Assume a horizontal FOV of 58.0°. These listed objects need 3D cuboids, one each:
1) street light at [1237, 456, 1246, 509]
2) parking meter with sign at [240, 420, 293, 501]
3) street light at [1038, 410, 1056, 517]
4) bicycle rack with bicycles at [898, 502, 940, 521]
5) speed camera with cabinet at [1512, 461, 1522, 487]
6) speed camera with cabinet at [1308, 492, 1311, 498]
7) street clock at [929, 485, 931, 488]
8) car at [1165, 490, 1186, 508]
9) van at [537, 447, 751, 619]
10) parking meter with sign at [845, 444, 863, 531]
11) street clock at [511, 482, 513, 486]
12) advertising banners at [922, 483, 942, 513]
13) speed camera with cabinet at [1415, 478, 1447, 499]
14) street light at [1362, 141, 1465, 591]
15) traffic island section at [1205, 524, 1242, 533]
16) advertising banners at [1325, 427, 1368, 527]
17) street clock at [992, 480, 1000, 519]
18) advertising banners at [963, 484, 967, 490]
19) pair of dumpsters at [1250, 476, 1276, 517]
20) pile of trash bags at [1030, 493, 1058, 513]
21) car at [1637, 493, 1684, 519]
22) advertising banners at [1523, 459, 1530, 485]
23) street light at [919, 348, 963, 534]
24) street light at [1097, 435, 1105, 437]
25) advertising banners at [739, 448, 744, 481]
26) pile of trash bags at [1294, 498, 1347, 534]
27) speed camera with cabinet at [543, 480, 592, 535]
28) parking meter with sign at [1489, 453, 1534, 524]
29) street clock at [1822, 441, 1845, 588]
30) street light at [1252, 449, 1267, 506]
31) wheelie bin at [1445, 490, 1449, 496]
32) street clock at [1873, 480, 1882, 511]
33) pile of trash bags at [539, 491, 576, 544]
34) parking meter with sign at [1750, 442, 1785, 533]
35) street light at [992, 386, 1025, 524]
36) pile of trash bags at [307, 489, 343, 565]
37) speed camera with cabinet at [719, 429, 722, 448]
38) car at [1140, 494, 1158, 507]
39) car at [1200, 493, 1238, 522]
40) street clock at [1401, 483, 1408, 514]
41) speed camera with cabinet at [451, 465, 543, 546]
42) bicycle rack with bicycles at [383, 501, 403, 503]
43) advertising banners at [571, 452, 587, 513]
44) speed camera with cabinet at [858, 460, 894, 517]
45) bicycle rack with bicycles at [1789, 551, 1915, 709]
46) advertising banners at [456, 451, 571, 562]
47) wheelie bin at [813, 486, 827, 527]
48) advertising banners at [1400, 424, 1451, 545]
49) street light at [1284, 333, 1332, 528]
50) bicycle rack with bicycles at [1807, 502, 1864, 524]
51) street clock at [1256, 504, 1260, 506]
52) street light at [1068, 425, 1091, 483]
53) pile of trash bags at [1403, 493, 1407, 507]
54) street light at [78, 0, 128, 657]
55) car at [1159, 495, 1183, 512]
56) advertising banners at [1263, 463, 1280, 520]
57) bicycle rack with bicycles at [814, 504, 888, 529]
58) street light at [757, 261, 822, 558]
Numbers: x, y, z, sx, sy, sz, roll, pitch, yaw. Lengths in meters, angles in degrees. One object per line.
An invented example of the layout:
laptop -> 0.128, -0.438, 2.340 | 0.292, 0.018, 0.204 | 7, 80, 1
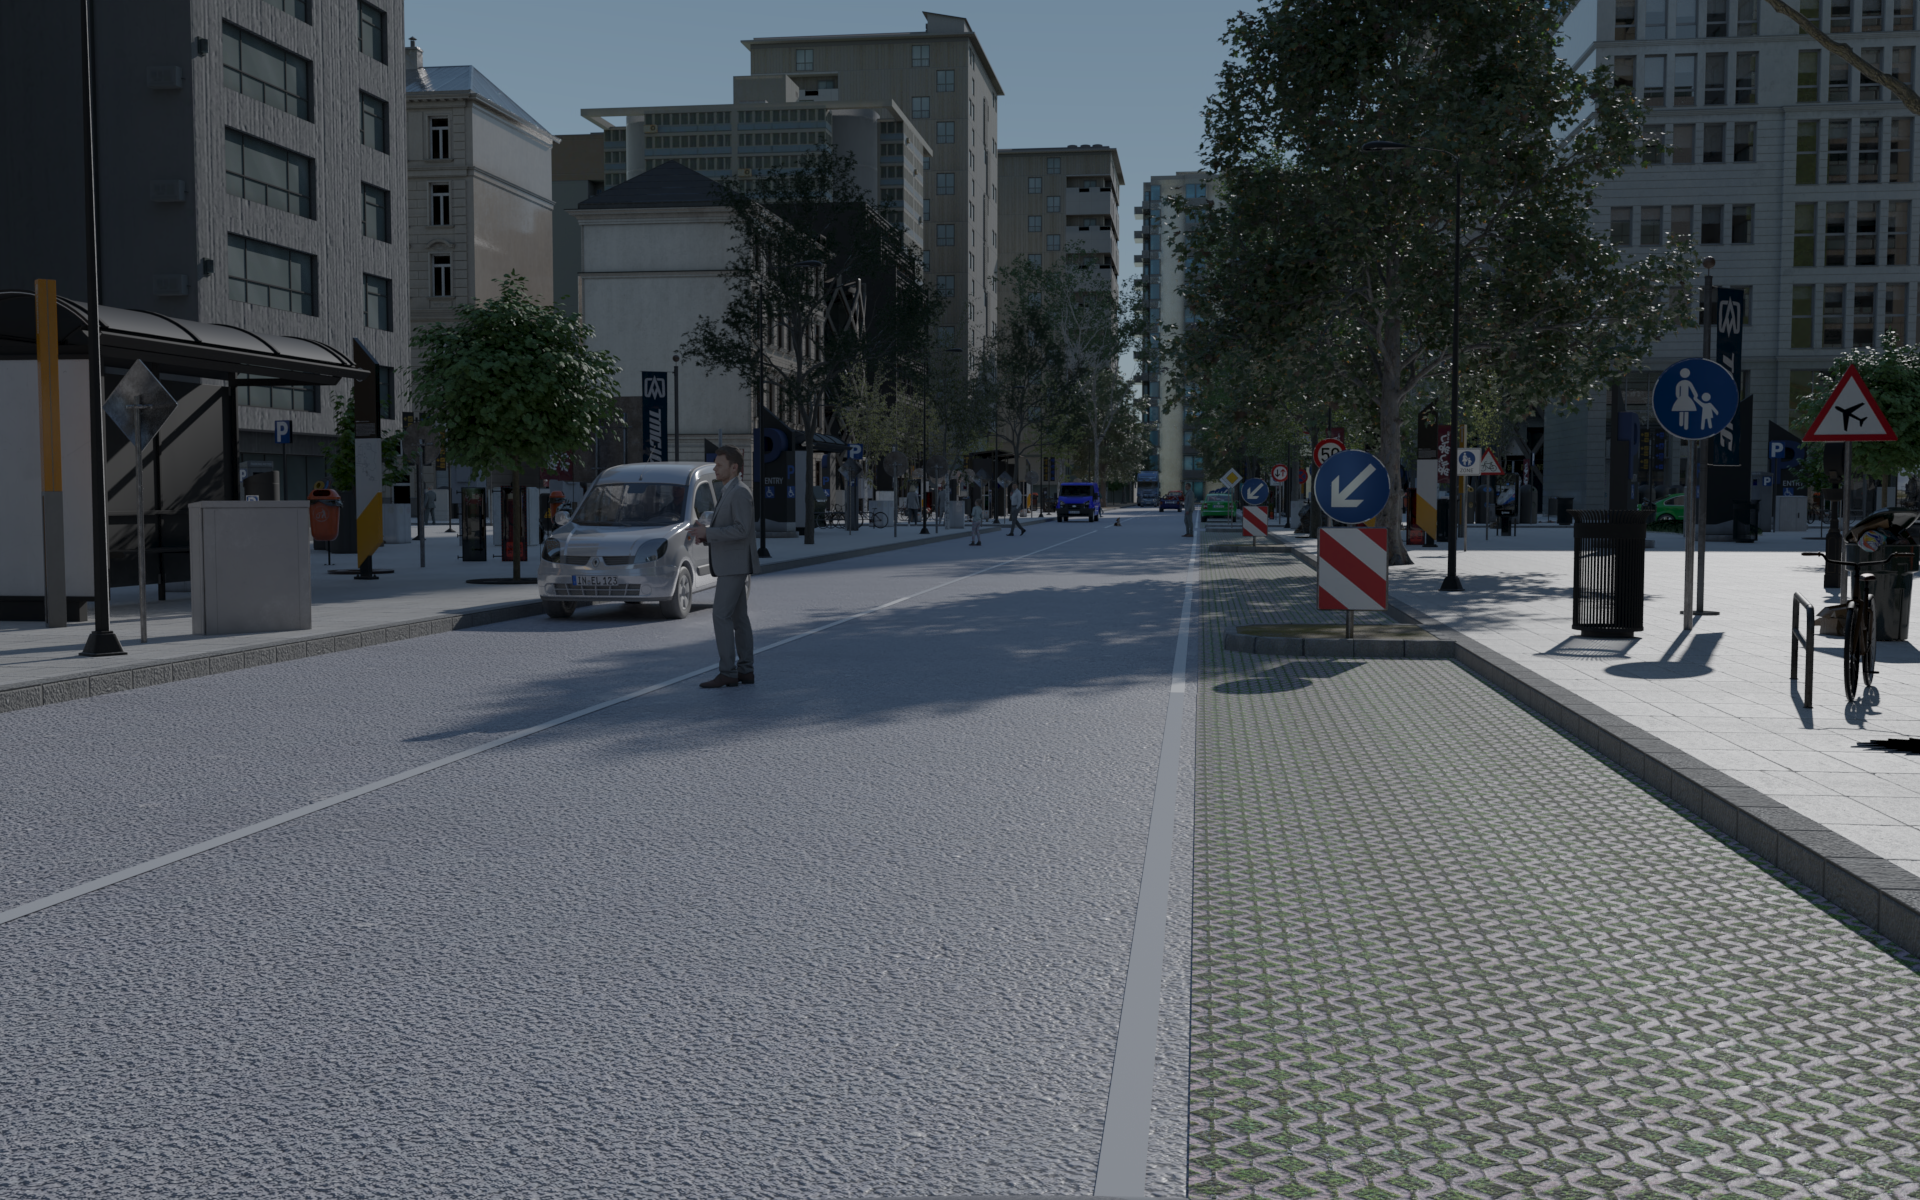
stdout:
street light -> 14.424, -6.862, 84.733 | 1.470, 5.913, 1.316 | 0, 4, 8
parking meter with sign -> -16.391, -2.690, 40.240 | 0.543, 3.016, 1.738 | 2, 4, 32
street light -> 5.006, -7.503, 95.211 | 1.470, 5.913, 1.316 | 0, 4, 8
bicycle rack with bicycles -> -2.242, -4.248, 82.837 | 2.925, 0.926, 2.852 | 0, 4, 5
speed camera with cabinet -> 33.123, -6.679, 103.543 | 0.660, 3.252, 2.038 | 2, 4, 27
speed camera with cabinet -> 30.518, -9.305, 146.470 | 2.038, 3.252, 0.660 | -1, 4, -15
street clock -> -2.591, -8.393, 141.795 | 0.358, 2.002, 0.471 | -2, 4, -28
car -> 22.614, -10.576, 181.592 | 2.281, 1.827, 5.304 | 0, 4, 8
van -> -3.783, -0.872, 21.267 | 2.013, 2.044, 4.112 | 0, 4, 8
parking meter with sign -> -3.782, -3.944, 60.746 | 0.543, 3.016, 1.738 | -1, 4, -11
street clock -> -24.585, -5.573, 95.696 | 0.471, 2.002, 0.358 | 3, 4, 36
advertising banners -> -2.055, -7.056, 111.549 | 2.074, 3.025, 0.090 | -1, 4, -14
speed camera with cabinet -> 25.727, -6.101, 94.090 | 0.660, 3.252, 2.038 | -3, 4, -38
street light -> 5.989, -3.079, 22.889 | 1.470, 5.913, 1.316 | 0, 4, 8
traffic island section -> 10.311, -2.648, 65.578 | 2.009, 0.180, 2.903 | 0, 4, 8
advertising banners -> 10.478, -2.985, 44.993 | 2.074, 3.025, 0.090 | 2, 4, 29
street clock -> 1.858, -5.188, 89.391 | 0.358, 2.002, 0.471 | 2, 4, 35
advertising banners -> 0.658, -6.575, 103.683 | 0.090, 3.025, 2.074 | 2, 4, 30
pair of dumpsters -> 16.623, -5.683, 95.406 | 1.574, 2.255, 4.437 | 0, 4, 8
pile of trash bags -> 7.097, -7.528, 132.837 | 3.447, 1.369, 1.912 | 1, 4, 11
car -> 28.530, -3.558, 66.966 | 4.718, 1.807, 1.959 | 1, 4, 9
advertising banners -> 27.807, -5.523, 86.491 | 0.090, 3.025, 2.074 | -1, 4, -16
street light -> -0.600, -5.064, 55.345 | 1.470, 5.913, 1.316 | 0, 4, 8
street light -> 10.802, -10.074, 137.245 | 1.470, 5.913, 1.316 | 0, 4, 8
advertising banners -> -8.888, -4.332, 67.017 | 0.090, 3.025, 2.074 | -3, 4, -38
pile of trash bags -> 12.115, -2.795, 55.446 | 1.912, 1.369, 3.447 | -1, 4, -13
speed camera with cabinet -> -12.324, -3.685, 54.579 | 2.038, 3.252, 0.660 | 1, 4, 12
parking meter with sign -> 23.327, -4.711, 73.281 | 1.738, 3.016, 0.543 | 2, 4, 26
street clock -> 11.933, -1.166, 23.627 | 0.358, 2.002, 0.471 | 3, 5, 40
street light -> 11.756, -5.641, 64.779 | 1.470, 5.913, 1.316 | 0, 4, 8
wheelie bin -> 24.768, -4.835, 86.960 | 0.980, 1.594, 0.693 | -3, 5, -41
street clock -> 32.760, -3.497, 61.749 | 0.358, 2.002, 0.471 | 0, 4, 4
pile of trash bags -> -10.873, -2.210, 45.878 | 1.912, 1.369, 3.447 | 0, 4, -6
parking meter with sign -> 27.093, -3.806, 58.482 | 0.543, 3.016, 1.738 | 0, 4, -3
street light -> 2.110, -6.238, 74.533 | 1.470, 5.913, 1.316 | 0, 4, 8
pile of trash bags -> -12.745, -1.288, 30.817 | 3.447, 1.369, 1.912 | 0, 4, -6
speed camera with cabinet -> -7.872, -3.589, 53.011 | 0.660, 3.252, 2.038 | -3, 5, -42
car -> 20.750, -10.902, 190.242 | 2.014, 1.417, 4.499 | 0, 4, 8
car -> 13.270, -4.888, 88.718 | 1.959, 1.807, 4.718 | 1, 4, 9
street clock -> 28.870, -6.607, 112.602 | 0.358, 2.002, 0.471 | 3, 5, 43
speed camera with cabinet -> -11.486, -2.964, 42.796 | 2.038, 3.252, 0.660 | 1, 4, 10
bicycle rack with bicycles -> -39.894, -6.341, 117.063 | 2.925, 0.926, 2.852 | 2, 4, 32
advertising banners -> -7.446, -2.391, 35.284 | 2.074, 3.025, 0.090 | 1, 4, 23
speed camera with cabinet -> -4.618, -6.225, 96.120 | 2.038, 3.252, 0.660 | -1, 4, -23
bicycle rack with bicycles -> 6.424, 0.151, 10.906 | 2.852, 0.926, 2.925 | 2, 4, 24
advertising banners -> -8.514, -2.246, 32.905 | 2.074, 3.025, 0.090 | 0, 4, -3
wheelie bin -> -5.628, -3.626, 67.197 | 0.693, 1.594, 0.980 | 3, 5, 41
advertising banners -> 11.434, -2.893, 43.493 | 2.074, 3.025, 0.090 | 0, 4, -6
street light -> 8.770, -4.352, 43.691 | 1.470, 5.913, 1.316 | 0, 4, 8
bicycle rack with bicycles -> 36.961, -3.708, 74.012 | 2.925, 0.926, 2.852 | -1, 4, -19
street clock -> 15.589, -5.257, 90.527 | 0.358, 2.002, 0.471 | -2, 4, -34
street light -> 7.804, -8.768, 115.890 | 1.470, 5.913, 1.316 | 0, 4, 8
pile of trash bags -> 29.774, -6.142, 110.166 | 3.447, 1.369, 1.912 | -1, 4, -14
street light -> -6.292, -2.508, 13.541 | 1.470, 5.913, 1.316 | 0, 4, 8
car -> 16.853, -7.703, 138.525 | 1.945, 1.354, 3.894 | 1, 4, 9
advertising banners -> 15.722, -5.573, 87.302 | 0.090, 3.025, 2.074 | -1, 4, -17
bicycle rack with bicycles -> -4.423, -3.086, 63.832 | 2.925, 0.926, 2.852 | 1, 4, 22
street light -> -3.439, -3.800, 34.672 | 1.470, 5.913, 1.316 | 0, 4, 8
